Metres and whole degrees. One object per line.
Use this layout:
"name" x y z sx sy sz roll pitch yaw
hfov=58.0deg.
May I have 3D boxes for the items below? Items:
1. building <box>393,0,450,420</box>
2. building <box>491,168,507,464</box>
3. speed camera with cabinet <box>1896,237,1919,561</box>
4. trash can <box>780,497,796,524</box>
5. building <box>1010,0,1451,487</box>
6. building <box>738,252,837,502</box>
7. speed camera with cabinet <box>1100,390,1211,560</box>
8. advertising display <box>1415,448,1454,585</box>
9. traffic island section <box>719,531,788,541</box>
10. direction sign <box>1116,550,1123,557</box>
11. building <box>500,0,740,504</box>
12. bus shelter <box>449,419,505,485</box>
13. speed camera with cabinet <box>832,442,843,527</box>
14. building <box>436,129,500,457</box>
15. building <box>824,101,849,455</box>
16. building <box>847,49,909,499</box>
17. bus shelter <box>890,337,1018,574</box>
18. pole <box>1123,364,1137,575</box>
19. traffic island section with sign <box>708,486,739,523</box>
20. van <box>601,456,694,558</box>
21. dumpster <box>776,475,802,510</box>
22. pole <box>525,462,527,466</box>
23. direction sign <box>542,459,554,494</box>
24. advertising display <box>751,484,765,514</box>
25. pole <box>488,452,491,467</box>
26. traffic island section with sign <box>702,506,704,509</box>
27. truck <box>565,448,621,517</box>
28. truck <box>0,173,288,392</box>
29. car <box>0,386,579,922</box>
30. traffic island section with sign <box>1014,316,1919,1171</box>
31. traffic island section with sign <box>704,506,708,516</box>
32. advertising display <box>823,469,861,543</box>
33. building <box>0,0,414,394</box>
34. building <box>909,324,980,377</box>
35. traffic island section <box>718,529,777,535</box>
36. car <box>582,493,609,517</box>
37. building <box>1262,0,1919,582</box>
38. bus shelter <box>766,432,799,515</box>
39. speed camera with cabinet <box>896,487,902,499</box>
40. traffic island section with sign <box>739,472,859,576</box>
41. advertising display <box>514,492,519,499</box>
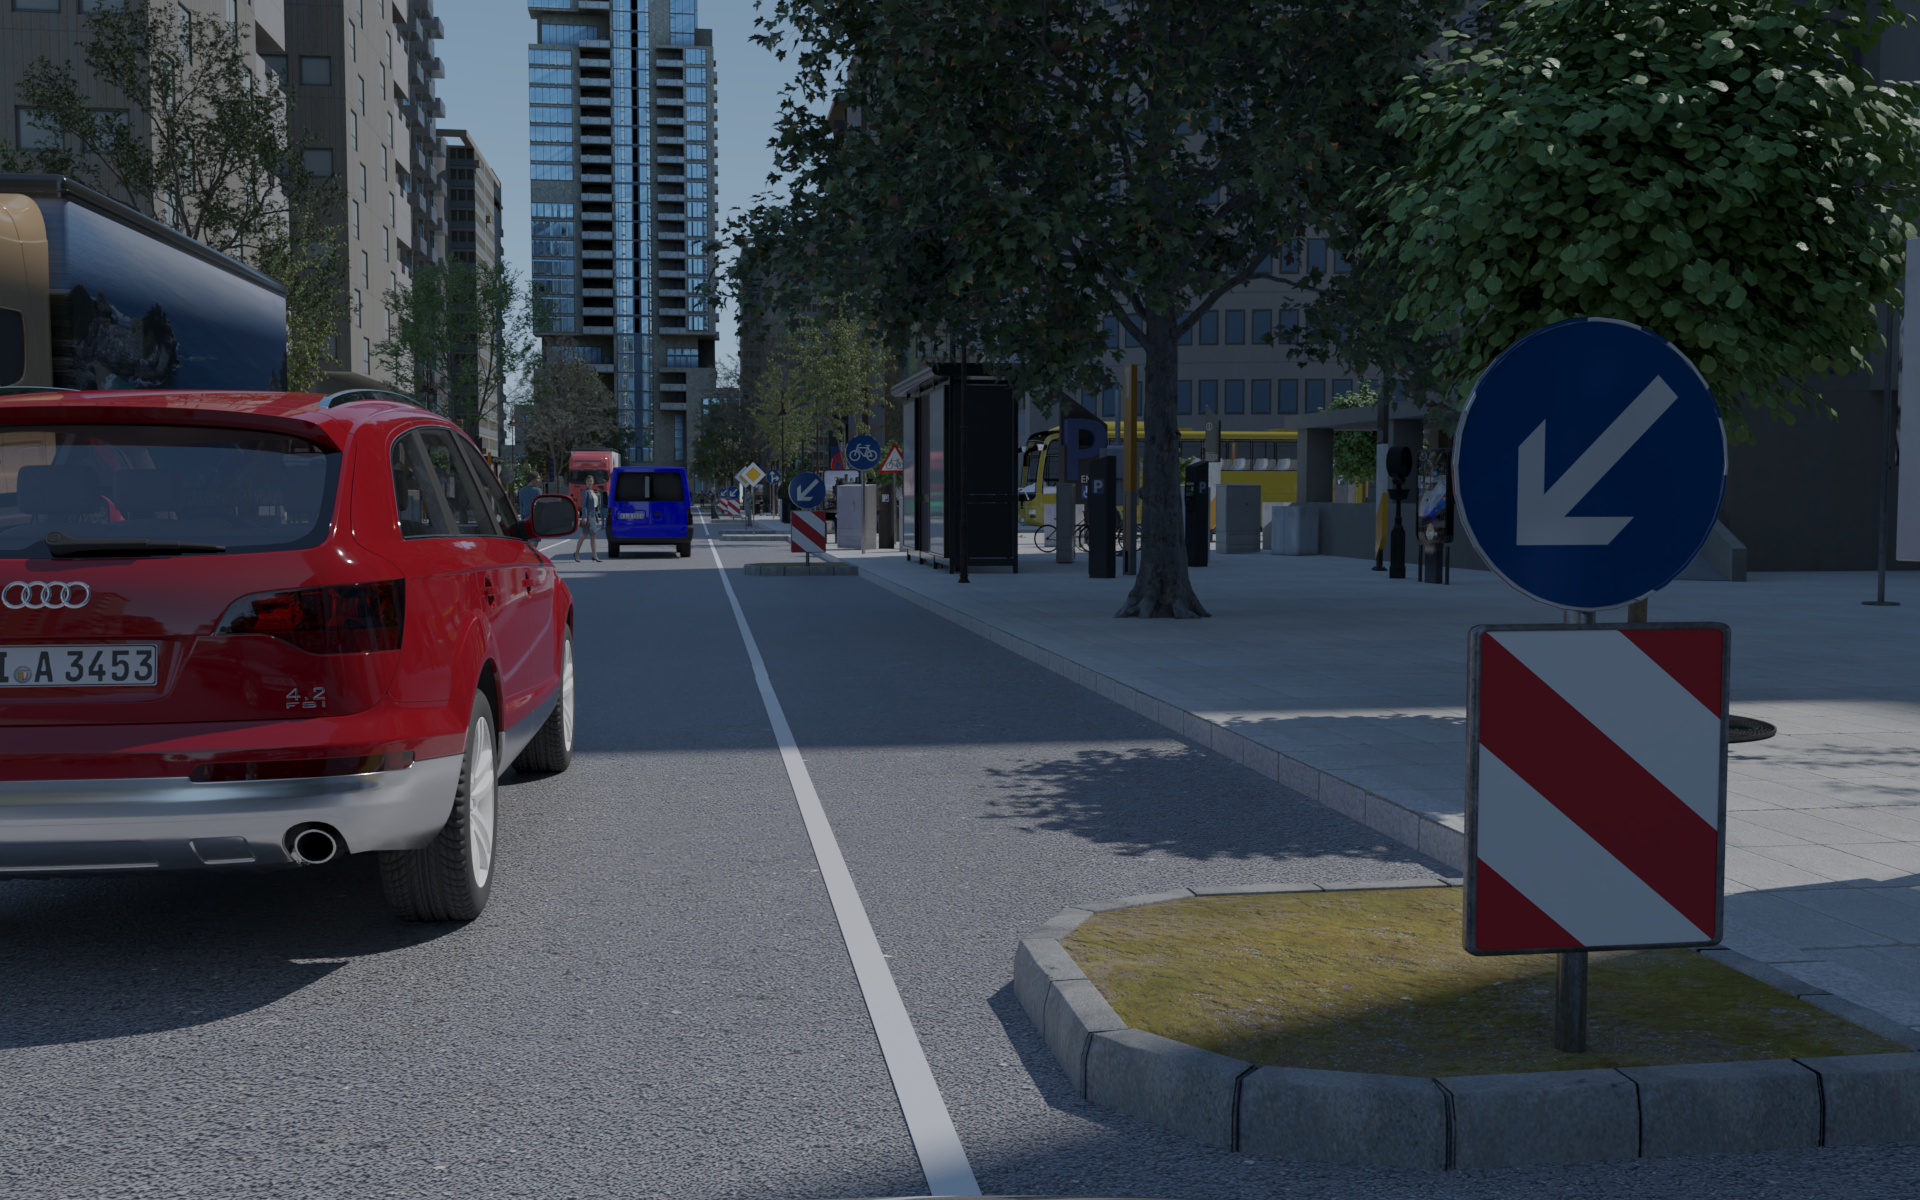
"building" -55.795 -32.197 146.026 23.786 49.044 30.456 -1 4 -9
"building" -68.517 -35.506 230.641 14.200 45.320 14.600 -1 4 -9
"speed camera with cabinet" 3.839 -0.656 5.067 0.660 3.252 2.038 -1 4 -22
"trash can" -7.458 -3.905 75.508 0.748 1.137 0.748 0 3 0
"building" 16.319 -33.139 83.825 28.212 58.520 21.231 -1 4 -9
"building" -19.555 -33.979 247.438 23.993 40.220 32.217 -1 4 -9
"speed camera with cabinet" 3.707 -2.358 32.889 2.038 3.252 0.660 1 4 18
"advertising display" 6.808 -1.201 24.848 0.123 1.923 0.974 -1 4 -11
"traffic island section" -6.414 -1.942 54.030 2.009 0.180 2.903 -1 4 -9
"direction sign" 3.394 -2.663 35.532 0.379 3.537 0.876 0 4 4
"building" -46.316 -56.537 237.043 31.000 86.520 22.319 -1 4 -9
"bus shelter" -26.655 -7.209 95.504 2.179 5.291 8.768 -1 4 -9
"speed camera with cabinet" -4.885 -4.428 66.741 0.660 3.252 2.038 -1 4 -17
"building" -60.405 -29.752 178.330 23.993 40.220 32.217 -1 4 -9
"building" -3.345 -32.687 189.058 22.147 44.769 28.867 -1 4 -9
"building" -3.273 -31.601 166.783 14.600 45.320 14.200 -1 4 -9
"bus shelter" -0.028 -3.321 31.923 2.179 5.291 8.768 -1 4 -9
"pole" 2.687 -2.049 27.345 0.158 3.312 0.155 0 3 0
"traffic island section with sign" -11.475 -4.784 86.839 1.989 1.847 2.006 -1 4 -9
"van" -7.333 -2.225 40.756 2.240 2.365 5.245 -1 4 -11
"dumpster" -8.457 -5.175 87.111 1.502 2.255 1.985 -1 4 -9
"pole" -27.975 -7.212 111.752 0.158 3.312 0.155 0 3 0
"direction sign" -26.497 -7.302 111.390 0.876 3.537 0.379 1 4 19
"advertising display" -12.944 -6.458 110.798 0.974 1.923 0.123 2 4 27
"pole" -22.843 -5.524 84.156 0.158 3.312 0.155 0 3 0
"traffic island section with sign" -23.171 -9.416 162.574 1.989 1.847 2.006 -1 4 -9
"truck" -22.606 -7.241 107.307 2.839 4.237 11.283 0 4 -8
"truck" -9.335 -1.738 17.328 2.839 4.237 11.283 0 4 -8
"car" -2.805 0.089 7.220 2.281 1.827 5.304 0 4 -7
"traffic island section with sign" 1.202 0.243 4.650 1.989 1.847 2.006 -1 4 -9
"traffic island section with sign" -15.596 -6.413 113.479 1.989 1.847 2.006 -1 4 -9
"advertising display" -3.065 -2.429 44.935 0.974 1.923 0.123 0 4 4
"building" -51.879 -32.098 114.044 28.713 52.752 27.495 -1 4 -9
"building" 2.861 -27.361 130.947 14.154 41.232 14.086 -1 4 -9
"traffic island section" -7.632 -2.425 61.922 2.009 0.180 2.903 -1 4 -9
"car" -19.606 -5.247 94.587 1.959 1.807 4.718 0 4 -7
"building" 23.990 -20.959 34.554 32.217 40.220 23.993 -1 4 -9
"bus shelter" -11.068 -8.045 109.174 2.179 5.291 8.768 -1 4 -9
"speed camera with cabinet" -3.258 -7.353 114.558 2.038 3.252 0.660 1 4 18
"traffic island section with sign" -2.907 -1.386 31.292 1.989 1.847 2.006 -1 4 -9
"advertising display" -28.737 -6.596 113.054 0.123 1.923 0.974 2 4 28
